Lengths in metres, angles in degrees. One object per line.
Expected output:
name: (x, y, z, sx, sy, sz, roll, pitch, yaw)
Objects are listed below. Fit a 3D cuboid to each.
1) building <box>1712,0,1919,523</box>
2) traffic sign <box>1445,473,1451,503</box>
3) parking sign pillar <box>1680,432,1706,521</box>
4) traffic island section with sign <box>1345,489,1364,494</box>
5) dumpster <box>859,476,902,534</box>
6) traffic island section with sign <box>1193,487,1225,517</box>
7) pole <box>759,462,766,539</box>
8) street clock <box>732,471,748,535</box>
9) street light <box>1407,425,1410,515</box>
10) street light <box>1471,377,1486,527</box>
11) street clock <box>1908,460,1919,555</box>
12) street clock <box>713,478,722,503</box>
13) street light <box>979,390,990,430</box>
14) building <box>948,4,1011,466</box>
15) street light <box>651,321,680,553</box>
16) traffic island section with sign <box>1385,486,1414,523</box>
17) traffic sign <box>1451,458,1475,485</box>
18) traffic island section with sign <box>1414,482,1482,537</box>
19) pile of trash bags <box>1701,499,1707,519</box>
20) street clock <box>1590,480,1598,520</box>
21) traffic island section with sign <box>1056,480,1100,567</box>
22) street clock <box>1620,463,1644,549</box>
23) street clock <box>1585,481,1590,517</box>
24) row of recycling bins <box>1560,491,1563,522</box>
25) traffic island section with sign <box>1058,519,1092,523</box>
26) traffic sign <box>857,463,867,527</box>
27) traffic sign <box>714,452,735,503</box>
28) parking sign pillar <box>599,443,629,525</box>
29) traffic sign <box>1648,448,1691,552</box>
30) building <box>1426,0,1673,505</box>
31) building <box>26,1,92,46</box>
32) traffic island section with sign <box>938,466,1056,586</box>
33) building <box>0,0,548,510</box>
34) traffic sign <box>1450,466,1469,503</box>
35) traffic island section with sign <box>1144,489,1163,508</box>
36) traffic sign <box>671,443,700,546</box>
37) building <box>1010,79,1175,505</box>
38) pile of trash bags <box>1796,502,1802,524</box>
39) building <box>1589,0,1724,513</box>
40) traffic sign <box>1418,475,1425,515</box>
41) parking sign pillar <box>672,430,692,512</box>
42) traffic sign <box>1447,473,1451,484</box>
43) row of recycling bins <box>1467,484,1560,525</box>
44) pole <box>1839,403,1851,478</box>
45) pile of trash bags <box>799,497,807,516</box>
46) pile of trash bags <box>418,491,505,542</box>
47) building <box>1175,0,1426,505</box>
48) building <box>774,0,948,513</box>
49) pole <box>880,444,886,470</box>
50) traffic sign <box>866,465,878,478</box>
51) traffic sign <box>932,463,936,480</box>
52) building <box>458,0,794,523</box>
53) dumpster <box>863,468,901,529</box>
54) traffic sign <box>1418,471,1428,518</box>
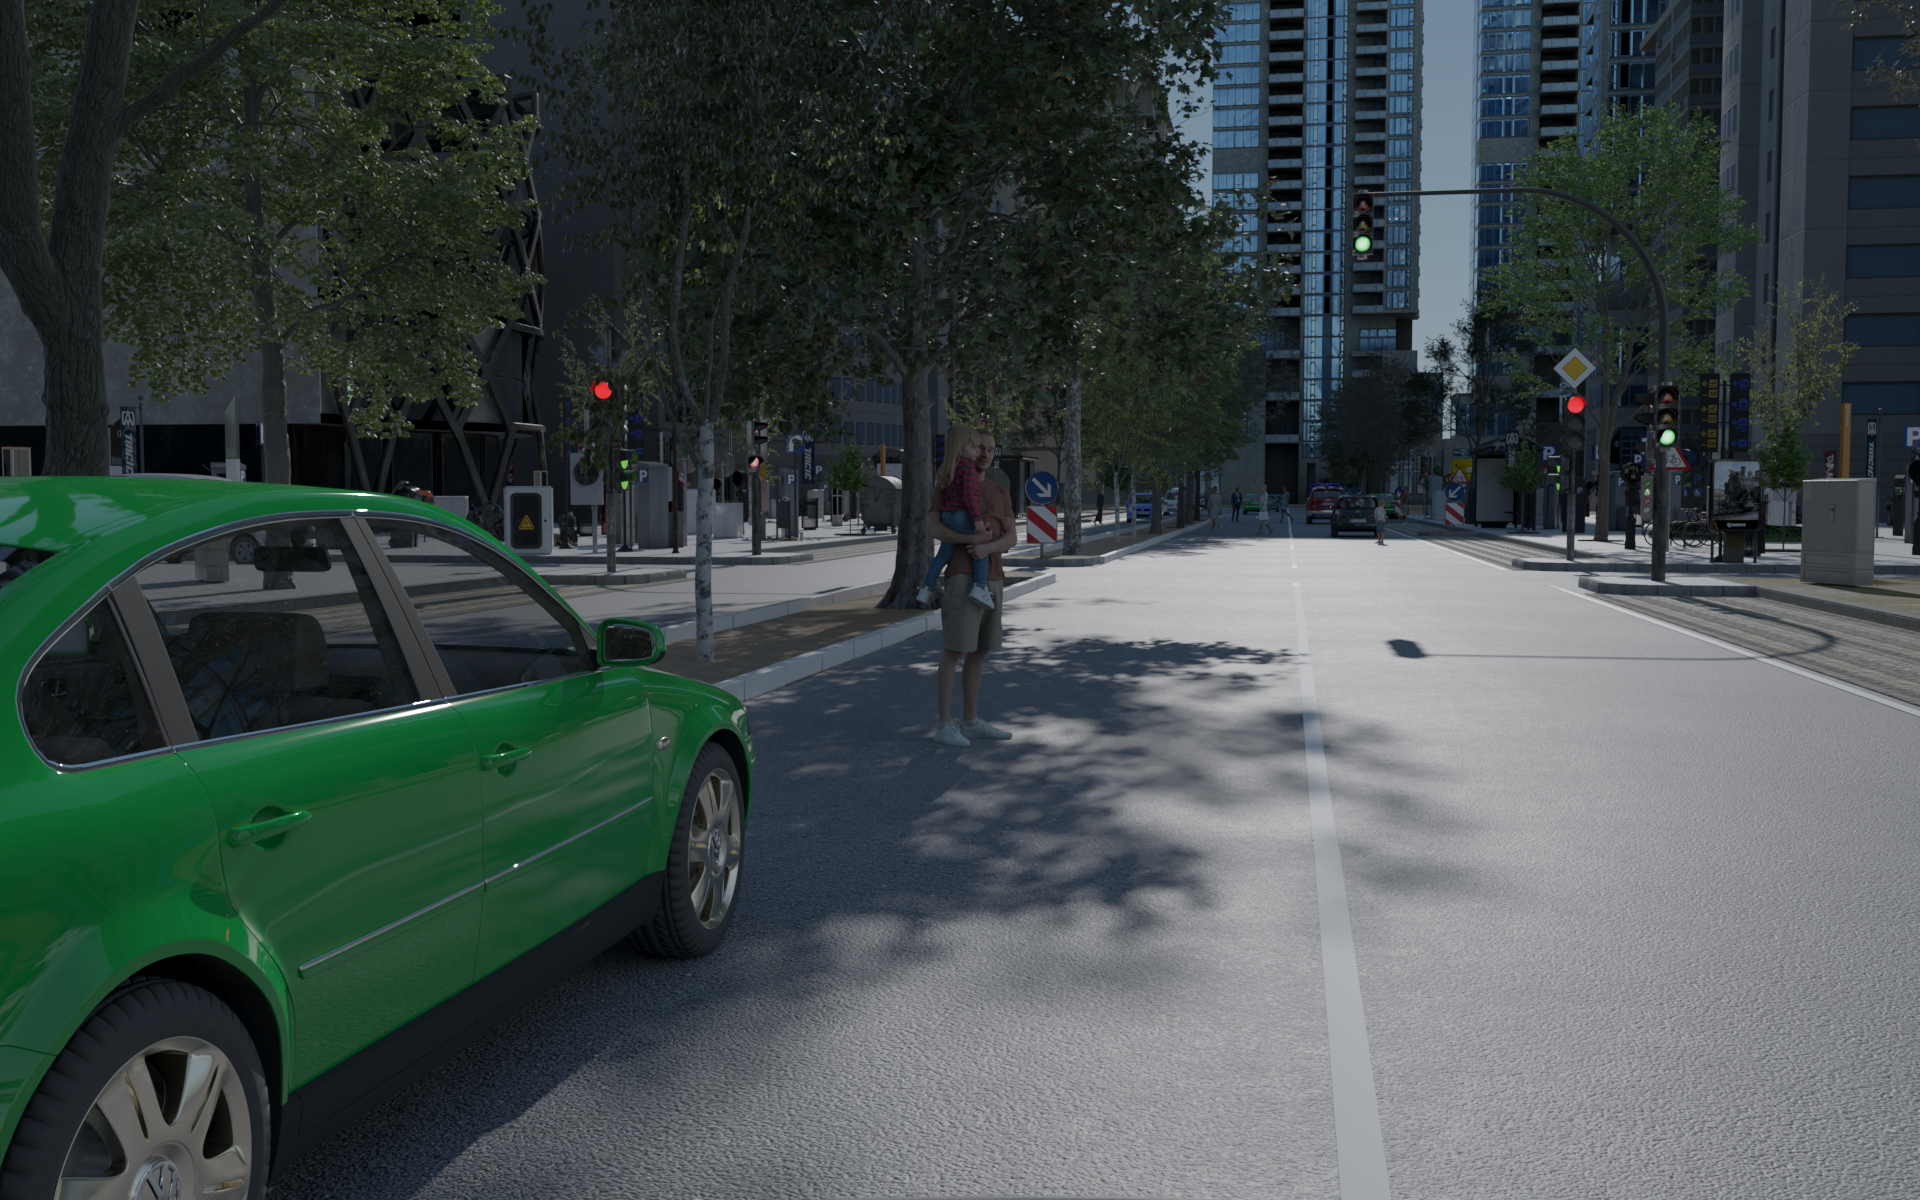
building: (50.203, -33.353, 87.318, 21.231, 58.520, 28.212, 1, 4, 11)
traffic sign: (29.684, -6.406, 104.838, 0.768, 2.556, 0.104, 1, 4, 13)
parking sign pillar: (31.582, -5.285, 74.889, 1.447, 3.967, 1.447, 0, 4, -4)
traffic island section with sign: (30.663, -7.634, 133.450, 1.989, 1.847, 2.006, 1, 4, 11)
dumpster: (-2.504, -3.093, 56.335, 1.264, 1.857, 1.865, 1, 4, 11)
traffic island section with sign: (15.649, -6.159, 108.840, 2.006, 1.907, 1.989, 1, 4, 11)
pole: (-5.671, -3.408, 49.564, 0.158, 3.312, 0.155, 0, 3, 0)
street clock: (-6.824, -3.008, 53.749, 0.471, 2.002, 0.358, 3, 5, 42)
street light: (27.579, -8.177, 106.483, 0.468, 5.910, 1.993, 1, 4, 11)
street light: (20.371, -5.834, 68.173, 0.468, 5.910, 1.993, 1, 4, 11)
street clock: (20.149, -1.943, 36.333, 0.358, 2.002, 0.471, -1, 4, -20)
street clock: (-10.985, -4.515, 78.392, 0.471, 2.002, 0.358, 1, 4, 16)
street light: (1.127, -6.289, 75.611, 0.468, 5.910, 1.993, 1, 4, 11)
building: (-7.186, -33.131, 165.400, 21.600, 48.544, 21.300, 1, 4, 11)
street light: (-6.156, -3.947, 37.315, 0.468, 5.910, 1.993, 1, 4, 11)
traffic island section with sign: (21.651, -4.710, 85.637, 1.989, 1.847, 2.006, 1, 4, 11)
traffic sign: (28.947, -6.365, 97.946, 2.265, 3.308, 0.079, 1, 4, 13)
traffic island section with sign: (16.610, -3.070, 58.829, 1.989, 1.847, 2.006, 1, 4, 11)
pile of trash bags: (35.451, -4.326, 80.483, 3.447, 1.369, 1.912, -3, 5, -42)
street clock: (31.940, -5.022, 86.683, 0.471, 2.002, 0.358, 2, 4, 32)
traffic island section with sign: (1.747, -1.643, 34.994, 2.006, 1.907, 1.989, 1, 4, 11)
street clock: (15.553, -2.176, 40.141, 0.471, 2.002, 0.358, 0, 4, -4)
street clock: (35.085, -5.640, 96.777, 0.471, 2.002, 0.358, 0, 4, -6)
row of recycling bins: (27.665, -4.481, 80.383, 1.069, 1.692, 3.534, 0, 4, -7)
traffic island section with sign: (5.634, -4.823, 87.480, 1.989, 1.847, 2.006, 1, 4, 11)
traffic sign: (-4.023, -4.178, 68.414, 0.768, 2.556, 0.104, 1, 4, 17)
traffic sign: (-7.125, -3.179, 52.077, 0.768, 2.556, 0.104, 1, 4, 18)
parking sign pillar: (-14.452, -5.155, 72.762, 1.447, 3.967, 1.447, 0, 4, -4)
traffic sign: (15.759, -2.355, 38.507, 0.884, 2.594, 0.081, 1, 4, 15)
building: (73.360, -54.656, 206.301, 31.000, 86.520, 22.319, 1, 4, 11)
building: (-53.775, -16.155, 68.653, 34.151, 26.468, 19.350, 1, 4, 11)
traffic island section with sign: (0.366, -1.198, 27.716, 2.006, 1.907, 1.989, 1, 4, 11)
building: (-23.991, -11.902, 62.045, 16.820, 18.784, 16.811, 1, 4, 11)
traffic sign: (23.380, -4.961, 81.120, 0.884, 2.594, 0.081, 1, 4, 11)
traffic island section with sign: (14.867, -7.816, 136.424, 1.989, 1.847, 2.006, 1, 4, 11)
traffic sign: (-6.761, -2.600, 42.618, 0.768, 2.556, 0.104, 1, 4, 13)
building: (14.832, -38.705, 222.063, 27.495, 52.752, 28.713, 1, 4, 11)
pile of trash bags: (35.468, -3.898, 73.492, 1.912, 1.369, 3.447, 3, 5, 44)
building: (61.862, -26.153, 119.483, 32.217, 40.220, 23.993, 1, 4, 11)
traffic sign: (28.635, -6.533, 106.926, 0.768, 2.556, 0.104, 1, 4, 14)
parking sign pillar: (-11.764, -5.189, 73.311, 1.447, 3.967, 1.447, 1, 4, 10)
traffic sign: (28.593, -6.129, 100.309, 0.768, 2.556, 0.104, 1, 4, 18)
row of recycling bins: (23.238, -4.028, 72.974, 3.534, 1.692, 1.069, 1, 4, 11)
pole: (19.882, -2.759, 38.953, 0.158, 3.312, 0.155, 0, 3, 0)
pile of trash bags: (-10.422, -5.630, 101.797, 3.447, 1.369, 1.912, 0, 4, -1)
pile of trash bags: (-13.093, -2.273, 46.921, 3.447, 1.369, 1.912, -2, 4, -25)
building: (42.980, -55.034, 212.476, 31.000, 86.520, 22.319, 1, 4, 11)
building: (-13.887, -35.841, 127.999, 21.231, 58.520, 28.212, 1, 4, 11)
pole: (-3.151, -4.714, 70.919, 0.158, 3.312, 0.155, 0, 3, 0)
traffic sign: (-3.925, -4.562, 74.699, 0.768, 2.556, 0.104, 1, 4, 14)
traffic sign: (-1.290, -4.217, 69.050, 0.768, 2.556, 0.104, 1, 4, 13)
building: (-18.192, -17.996, 87.734, 14.314, 27.812, 24.014, 1, 4, 11)
dumpster: (-2.818, -3.816, 64.889, 1.502, 2.255, 1.985, 1, 4, 11)
traffic sign: (25.357, -5.769, 94.335, 0.884, 2.594, 0.081, 1, 4, 11)
